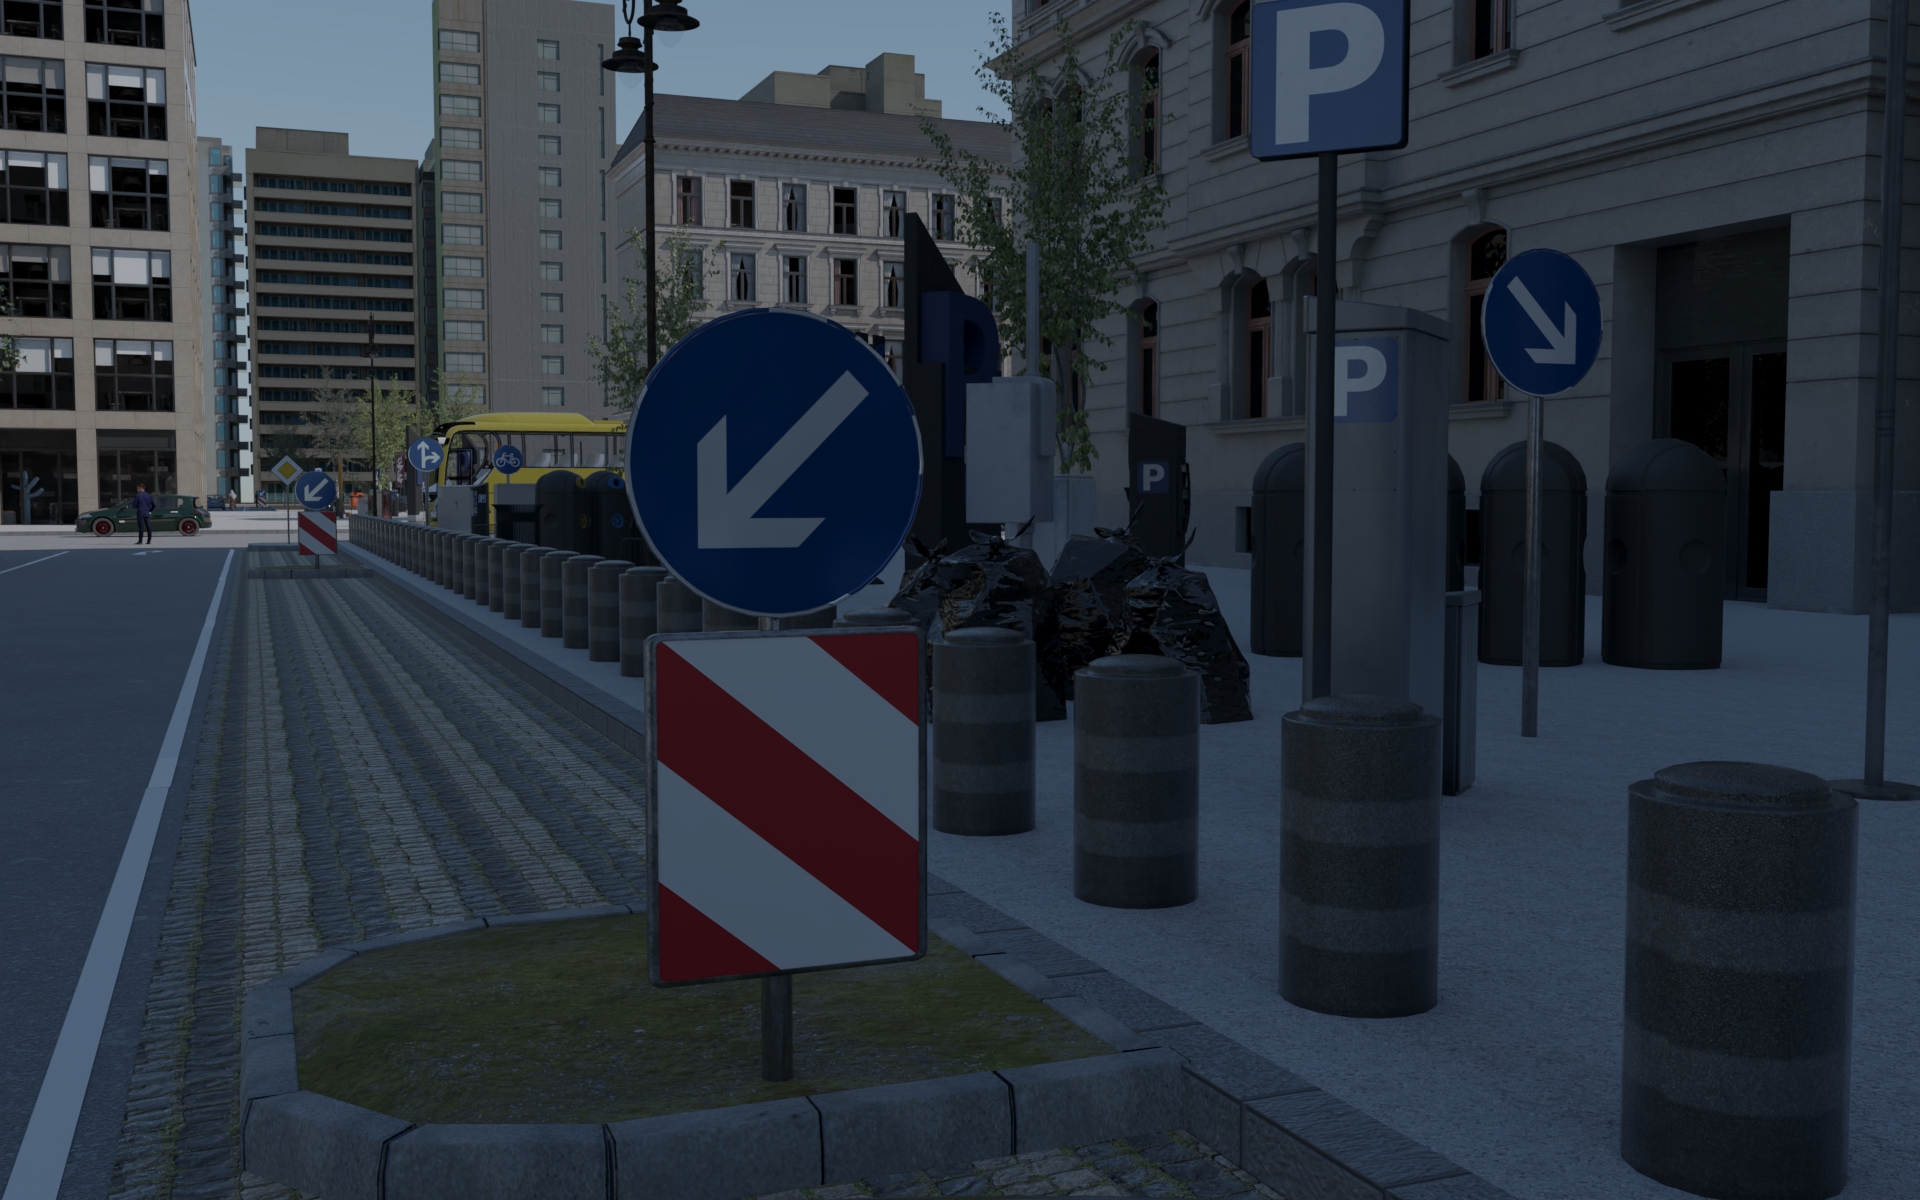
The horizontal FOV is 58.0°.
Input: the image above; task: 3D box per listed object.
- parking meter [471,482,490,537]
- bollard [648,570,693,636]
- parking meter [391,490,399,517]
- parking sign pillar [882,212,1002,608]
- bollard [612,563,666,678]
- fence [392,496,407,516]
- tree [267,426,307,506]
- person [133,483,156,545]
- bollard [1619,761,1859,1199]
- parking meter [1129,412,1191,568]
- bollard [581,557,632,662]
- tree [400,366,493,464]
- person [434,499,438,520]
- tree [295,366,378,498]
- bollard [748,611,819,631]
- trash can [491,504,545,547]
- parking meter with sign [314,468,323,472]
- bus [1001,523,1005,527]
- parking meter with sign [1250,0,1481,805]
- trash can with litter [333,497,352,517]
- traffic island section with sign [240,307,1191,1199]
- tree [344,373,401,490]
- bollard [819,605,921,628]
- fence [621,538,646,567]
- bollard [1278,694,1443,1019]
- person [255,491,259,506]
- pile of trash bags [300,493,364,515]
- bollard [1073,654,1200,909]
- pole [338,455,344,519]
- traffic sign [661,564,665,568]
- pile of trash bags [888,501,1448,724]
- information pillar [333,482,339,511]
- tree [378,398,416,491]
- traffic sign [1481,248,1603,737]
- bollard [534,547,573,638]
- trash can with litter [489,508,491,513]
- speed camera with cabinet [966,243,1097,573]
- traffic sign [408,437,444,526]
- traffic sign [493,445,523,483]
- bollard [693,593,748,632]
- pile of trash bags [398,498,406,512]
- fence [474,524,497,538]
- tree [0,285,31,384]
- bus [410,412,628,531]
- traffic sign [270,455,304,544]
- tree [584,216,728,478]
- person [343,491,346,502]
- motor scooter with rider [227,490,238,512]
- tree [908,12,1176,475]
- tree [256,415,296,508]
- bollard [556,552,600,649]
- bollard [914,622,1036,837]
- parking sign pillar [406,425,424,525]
[{"bbox_3d":[-10.183,-1.734,36.761,0.372,1.533,0.369,0,3,0],"label":"parking meter"},{"bbox_3d":[-1.746,0.218,11.148,0.404,0.777,0.398,0,3,0],"label":"bollard"},{"bbox_3d":[-31.977,-5.480,98.009,0.372,1.533,0.369,0,3,0],"label":"parking meter"},{"bbox_3d":[-0.055,-1.756,17.189,1.447,3.967,1.447,2,4,28],"label":"parking sign pillar"},{"bbox_3d":[-2.209,0.149,12.276,0.404,0.777,0.398,0,3,0],"label":"bollard"},{"bbox_3d":[-30.416,-5.074,94.164,2.264,1.192,0.480,-1,4,-19],"label":"fence"},{"bbox_3d":[-72.487,-14.409,185.948,4.737,8.622,4.395,0,3,0],"label":"tree"},{"bbox_3d":[-23.299,-2.455,49.339,0.504,1.737,0.576,1,4,21],"label":"person"},{"bbox_3d":[1.476,0.699,3.296,0.404,0.777,0.398,0,3,0],"label":"bollard"},{"bbox_3d":[1.422,-0.407,12.360,0.399,1.863,0.255,1,4,22],"label":"parking meter"},{"bbox_3d":[-2.669,0.081,13.391,0.404,0.777,0.398,0,3,0],"label":"bollard"},{"bbox_3d":[-28.847,-9.068,98.625,4.737,8.622,4.395,0,3,0],"label":"tree"},{"bbox_3d":[-14.528,-2.349,48.719,0.589,1.601,0.330,1,4,9],"label":"person"},{"bbox_3d":[-35.438,-9.063,98.544,4.360,8.622,3.978,0,3,0],"label":"tree"},{"bbox_3d":[-0.831,0.354,8.922,0.404,0.777,0.398,0,3,0],"label":"bollard"},{"bbox_3d":[-6.259,-0.789,24.561,0.748,1.137,0.748,0,3,0],"label":"trash can"},{"bbox_3d":[-42.724,-7.274,115.185,0.543,3.016,1.738,-2,4,-25],"label":"parking meter with sign"},{"bbox_3d":[5.116,-4.677,71.331,13.247,3.499,2.948,-1,4,-22],"label":"bus"},{"bbox_3d":[1.688,-0.649,6.872,0.543,3.016,1.738,2,4,28],"label":"parking meter with sign"},{"bbox_3d":[-33.945,-5.131,95.286,1.055,1.170,0.624,-1,4,-13],"label":"trash can with litter"},{"bbox_3d":[-0.768,0.259,4.389,1.989,1.847,2.006,-1,4,-22],"label":"traffic island section with sign"},{"bbox_3d":[-34.667,-9.423,104.427,4.737,8.622,4.395,0,3,0],"label":"tree"},{"bbox_3d":[-0.373,0.423,7.801,0.404,0.777,0.398,0,3,0],"label":"bollard"},{"bbox_3d":[-3.605,-0.501,23.569,2.069,0.683,0.278,0,4,-7],"label":"fence"},{"bbox_3d":[1.017,0.630,4.409,0.404,0.777,0.398,0,3,0],"label":"bollard"},{"bbox_3d":[-78.894,-11.364,194.443,0.705,1.807,1.348,0,4,-1],"label":"person"},{"bbox_3d":[-39.131,-6.025,108.267,1.912,1.369,3.447,3,4,36],"label":"pile of trash bags"},{"bbox_3d":[0.562,0.562,5.524,0.404,0.777,0.398,0,3,0],"label":"bollard"},{"bbox_3d":[-32.217,-5.888,90.108,0.158,3.312,0.155,0,3,0],"label":"pole"},{"bbox_3d":[-3.756,-1.334,21.919,0.768,2.556,0.104,-1,4,-18],"label":"traffic sign"},{"bbox_3d":[1.234,-0.044,10.480,3.447,1.369,1.912,0,4,-6],"label":"pile of trash bags"},{"bbox_3d":[-38.192,-6.212,106.066,0.304,2.012,0.304,0,4,6],"label":"information pillar"},{"bbox_3d":[-41.827,-10.765,126.375,4.360,8.622,3.978,0,3,0],"label":"tree"},{"bbox_3d":[3.014,-0.550,9.093,0.768,2.556,0.104,-1,4,-21],"label":"traffic sign"},{"bbox_3d":[-3.578,-0.055,15.622,0.404,0.777,0.398,0,3,0],"label":"bollard"},{"bbox_3d":[-12.611,-2.029,44.562,0.624,1.170,1.055,1,4,23],"label":"trash can with litter"},{"bbox_3d":[0.620,-1.231,14.467,0.660,3.252,2.038,1,4,19],"label":"speed camera with cabinet"},{"bbox_3d":[-11.999,-2.378,38.990,0.768,2.556,0.104,-1,4,-17],"label":"traffic sign"},{"bbox_3d":[-11.727,-2.744,44.965,0.768,2.556,0.104,-1,4,-18],"label":"traffic sign"},{"bbox_3d":[-1.288,0.286,10.034,0.404,0.777,0.398,0,3,0],"label":"bollard"},{"bbox_3d":[-41.195,-6.920,122.898,3.447,1.369,1.912,-3,4,-36],"label":"pile of trash bags"},{"bbox_3d":[-9.294,-1.179,34.650,0.278,0.683,2.069,1,4,9],"label":"fence"},{"bbox_3d":[-22.395,-6.823,31.018,9.611,12.733,9.660,0,3,0],"label":"tree"},{"bbox_3d":[-10.562,-3.812,53.880,12.252,3.916,2.896,-2,4,-24],"label":"bus"},{"bbox_3d":[-17.197,-2.488,44.313,0.795,2.450,0.064,-1,4,-22],"label":"traffic sign"},{"bbox_3d":[-7.995,-5.877,46.447,4.737,8.622,4.395,0,3,0],"label":"tree"},{"bbox_3d":[-72.478,-11.932,203.558,0.705,1.831,1.348,0,4,-6],"label":"person"},{"bbox_3d":[-55.802,-7.585,132.975,0.876,1.779,1.986,-1,4,-20],"label":"motor scooter with rider"},{"bbox_3d":[1.410,-4.627,26.007,4.737,8.622,4.395,0,3,0],"label":"tree"},{"bbox_3d":[-62.815,-12.834,160.202,4.360,8.622,3.978,0,3,0],"label":"tree"},{"bbox_3d":[-3.124,0.013,14.509,0.404,0.777,0.398,0,3,0],"label":"bollard"},{"bbox_3d":[0.092,0.493,6.662,0.404,0.777,0.398,0,3,0],"label":"bollard"},{"bbox_3d":[-21.347,-4.902,68.614,1.447,3.967,1.447,1,4,19],"label":"parking sign pillar"}]
